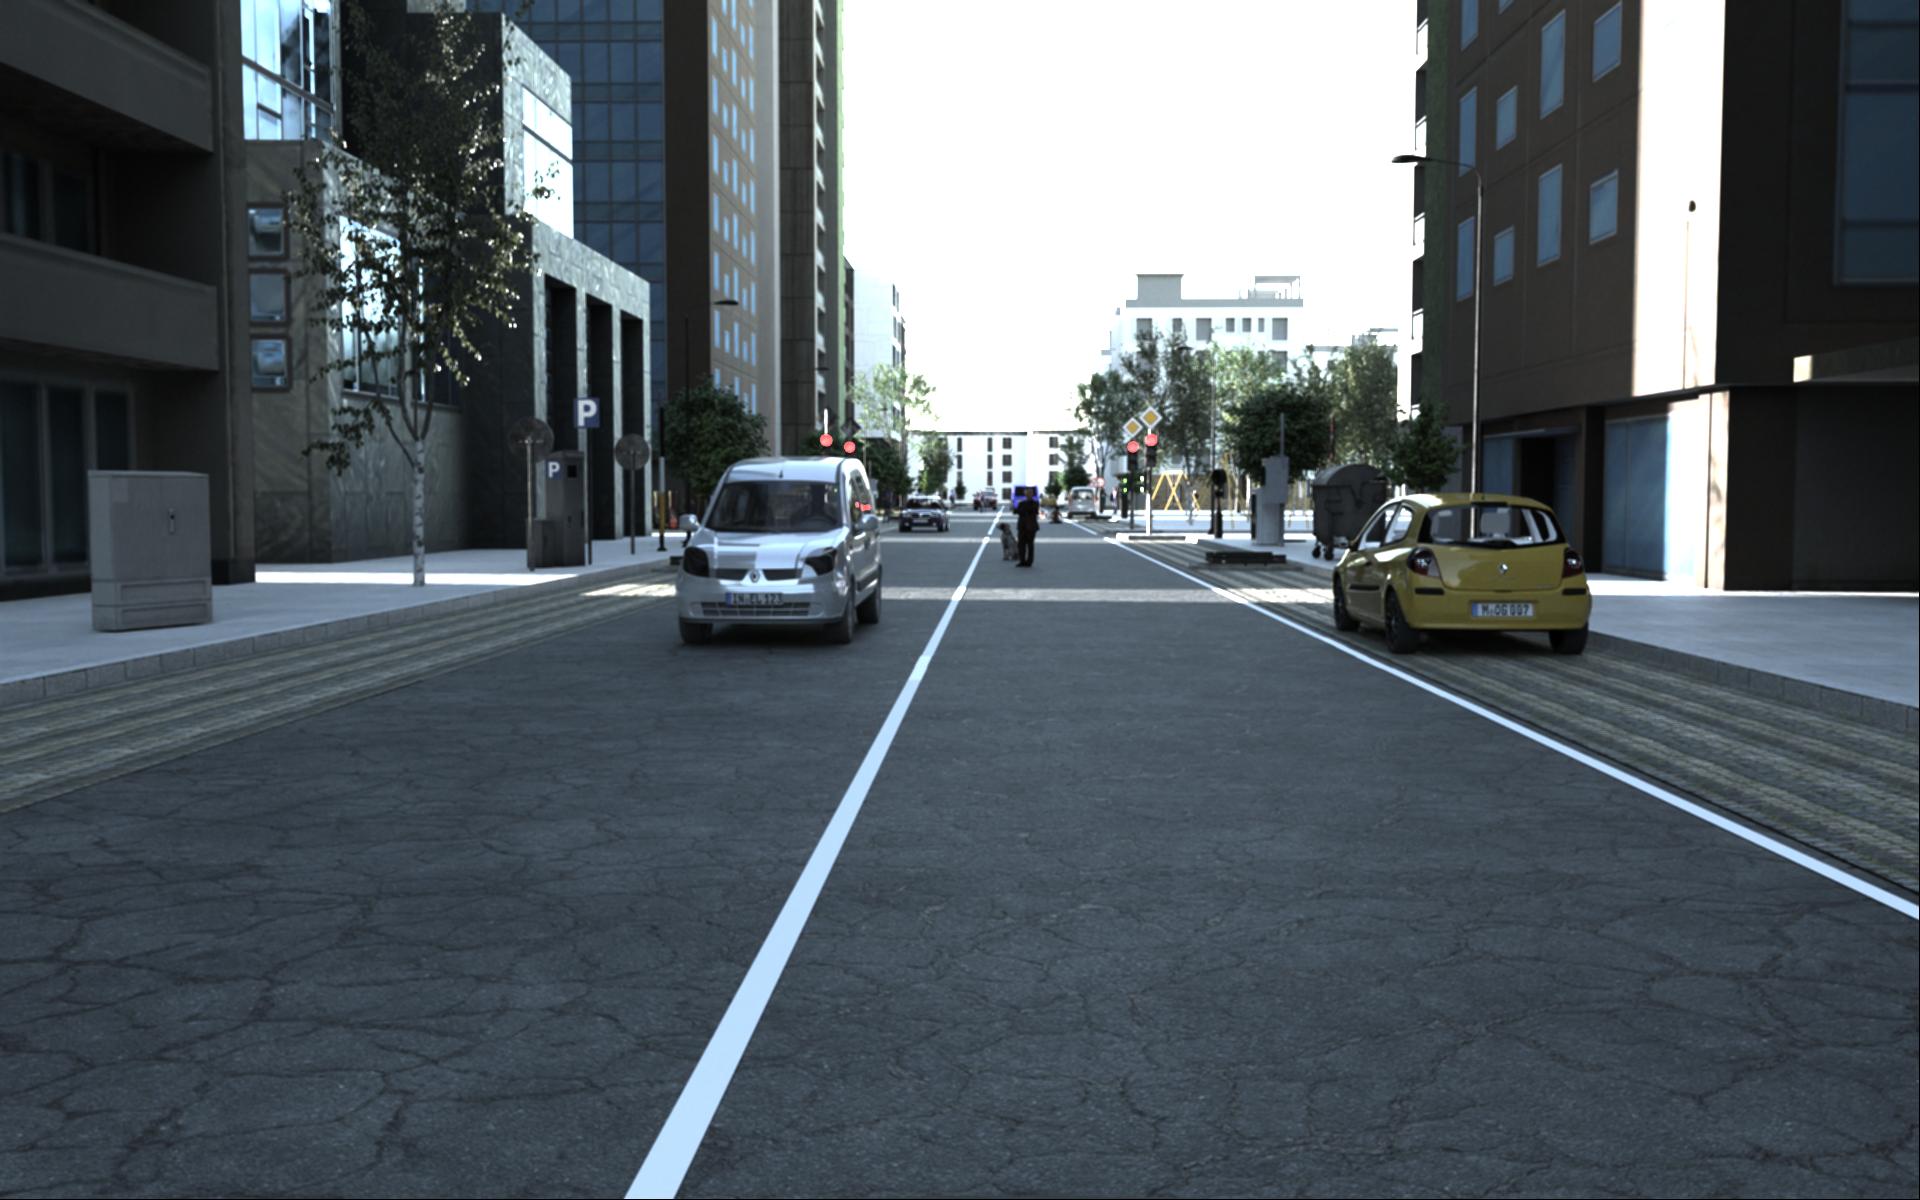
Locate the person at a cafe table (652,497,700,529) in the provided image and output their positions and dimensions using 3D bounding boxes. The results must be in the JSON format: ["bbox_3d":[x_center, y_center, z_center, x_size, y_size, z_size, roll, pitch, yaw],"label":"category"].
[{"bbox_3d":[-10.578,-3.291,64.662,1.726,1.238,1.698,0,4,-8],"label":"person at a cafe table"}]

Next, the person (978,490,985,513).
[{"bbox_3d":[1.601,-7.458,130.895,0.683,1.767,0.568,3,4,36],"label":"person"}]

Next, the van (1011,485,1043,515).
[{"bbox_3d":[4.684,-7.211,122.288,2.240,2.365,5.245,0,4,3],"label":"van"}]

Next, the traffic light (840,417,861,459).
[{"bbox_3d":[-3.969,-4.535,63.066,0.839,4.253,0.868,0,4,2],"label":"traffic light"}]

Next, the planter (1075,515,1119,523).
[{"bbox_3d":[6.979,-4.067,87.633,1.991,0.319,1.994,0,4,2],"label":"planter"}]

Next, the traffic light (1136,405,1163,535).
[{"bbox_3d":[5.999,-4.030,54.809,0.839,4.253,0.868,0,4,2],"label":"traffic light"}]

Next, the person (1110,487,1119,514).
[{"bbox_3d":[10.029,-6.456,112.423,0.431,1.722,0.655,-2,4,-32],"label":"person"}]

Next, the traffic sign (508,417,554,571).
[{"bbox_3d":[-7.117,-1.750,28.720,0.768,2.556,0.104,0,4,3],"label":"traffic sign"}]

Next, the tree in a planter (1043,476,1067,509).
[{"bbox_3d":[9.191,-10.236,164.586,1.991,3.239,1.994,0,4,2],"label":"tree in a planter"}]

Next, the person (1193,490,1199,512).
[{"bbox_3d":[17.114,-7.211,126.153,0.569,1.553,0.471,1,4,9],"label":"person"}]

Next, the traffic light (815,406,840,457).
[{"bbox_3d":[-4.198,-4.047,55.085,0.839,4.253,0.868,0,4,2],"label":"traffic light"}]

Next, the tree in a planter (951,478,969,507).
[{"bbox_3d":[0.018,-11.919,192.101,1.991,3.239,1.994,0,4,2],"label":"tree in a planter"}]

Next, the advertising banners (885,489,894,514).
[{"bbox_3d":[-4.697,-7.149,113.079,0.090,3.025,2.074,1,4,17],"label":"advertising banners"}]

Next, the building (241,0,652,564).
[{"bbox_3d":[-25.288,-44.482,39.961,31.000,86.520,22.319,0,4,2],"label":"building"}]

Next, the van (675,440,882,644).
[{"bbox_3d":[-1.786,-0.668,17.937,2.013,2.044,4.112,0,4,3],"label":"van"}]

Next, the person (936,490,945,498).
[{"bbox_3d":[-2.340,-12.332,208.396,1.217,1.736,0.721,-1,4,-18],"label":"person"}]

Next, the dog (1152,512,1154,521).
[{"bbox_3d":[9.027,-3.965,81.651,0.406,0.507,0.540,-2,4,-25],"label":"dog"}]

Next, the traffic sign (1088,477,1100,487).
[{"bbox_3d":[10.065,-7.957,130.099,0.884,2.594,0.081,1,4,8],"label":"traffic sign"}]

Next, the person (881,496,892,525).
[{"bbox_3d":[-3.401,-4.145,80.173,0.435,1.345,0.340,-1,4,-19],"label":"person"}]

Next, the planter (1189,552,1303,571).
[{"bbox_3d":[5.405,-0.733,33.120,1.991,0.319,1.994,0,4,2],"label":"planter"}]

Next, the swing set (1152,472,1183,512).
[{"bbox_3d":[15.109,-7.657,122.812,2.862,2.851,3.119,-1,4,-19],"label":"swing set"}]

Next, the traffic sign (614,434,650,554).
[{"bbox_3d":[-6.968,-2.245,36.811,0.768,2.556,0.104,0,4,4],"label":"traffic sign"}]

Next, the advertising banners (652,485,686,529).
[{"bbox_3d":[-10.419,-4.075,62.809,2.074,3.025,0.090,2,4,35],"label":"advertising banners"}]

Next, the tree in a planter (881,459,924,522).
[{"bbox_3d":[-2.975,-5.536,87.738,1.991,3.239,1.994,0,4,2],"label":"tree in a planter"}]

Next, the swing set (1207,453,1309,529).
[{"bbox_3d":[11.294,-4.149,65.456,3.119,2.851,2.862,0,4,-4],"label":"swing set"}]

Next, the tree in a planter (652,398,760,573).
[{"bbox_3d":[-4.579,-2.145,32.288,1.991,3.239,1.994,0,4,2],"label":"tree in a planter"}]

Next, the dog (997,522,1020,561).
[{"bbox_3d":[1.106,-1.266,37.536,0.513,0.831,0.800,0,4,-8],"label":"dog"}]

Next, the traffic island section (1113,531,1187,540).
[{"bbox_3d":[6.039,-1.996,54.921,2.009,0.180,2.903,0,4,2],"label":"traffic island section"}]

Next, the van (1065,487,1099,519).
[{"bbox_3d":[7.178,-5.809,101.991,2.013,2.044,4.112,0,4,2],"label":"van"}]

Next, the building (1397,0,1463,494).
[{"bbox_3d":[18.368,-21.977,42.914,14.154,41.232,14.086,0,4,2],"label":"building"}]

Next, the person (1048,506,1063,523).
[{"bbox_3d":[4.768,-4.161,84.821,0.859,0.850,0.655,3,5,43],"label":"person"}]

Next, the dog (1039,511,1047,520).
[{"bbox_3d":[4.640,-4.735,96.709,0.540,0.507,0.406,1,4,16],"label":"dog"}]

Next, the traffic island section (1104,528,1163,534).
[{"bbox_3d":[6.268,-2.485,62.903,2.009,0.180,2.903,0,4,2],"label":"traffic island section"}]

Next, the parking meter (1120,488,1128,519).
[{"bbox_3d":[8.551,-5.177,90.348,0.399,1.863,0.255,0,4,-4],"label":"parking meter"}]

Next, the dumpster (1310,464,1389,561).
[{"bbox_3d":[7.617,-1.720,33.878,1.264,1.857,1.865,0,4,2],"label":"dumpster"}]

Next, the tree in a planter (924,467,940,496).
[{"bbox_3d":[-2.201,-7.183,114.670,1.991,3.239,1.994,0,4,2],"label":"tree in a planter"}]

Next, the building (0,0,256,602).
[{"bbox_3d":[-21.217,-23.847,13.599,21.300,48.544,21.600,0,4,2],"label":"building"}]

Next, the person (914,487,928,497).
[{"bbox_3d":[-1.808,-4.293,79.408,0.841,1.734,0.376,-2,4,-29],"label":"person"}]

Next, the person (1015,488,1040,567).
[{"bbox_3d":[1.341,-1.430,34.147,0.482,1.546,0.388,2,4,30],"label":"person"}]

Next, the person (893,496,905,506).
[{"bbox_3d":[-5.001,-8.348,142.634,1.348,1.812,0.705,3,5,41],"label":"person"}]

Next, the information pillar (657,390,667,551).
[{"bbox_3d":[-6.707,-2.909,38.916,0.183,3.616,0.504,-1,4,-15],"label":"information pillar"}]

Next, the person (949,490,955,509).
[{"bbox_3d":[-0.773,-9.316,160.687,0.599,1.838,0.709,2,4,34],"label":"person"}]

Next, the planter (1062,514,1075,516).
[{"bbox_3d":[7.760,-5.750,115.150,1.991,0.319,1.994,0,4,2],"label":"planter"}]

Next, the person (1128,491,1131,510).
[{"bbox_3d":[12.155,-7.217,124.766,0.841,1.734,0.376,-2,4,-35],"label":"person"}]

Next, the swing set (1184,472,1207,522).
[{"bbox_3d":[12.168,-5.084,80.747,2.862,2.851,3.119,1,4,13],"label":"swing set"}]

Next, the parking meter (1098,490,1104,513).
[{"bbox_3d":[9.324,-6.504,114.751,0.372,1.533,0.369,0,3,0],"label":"parking meter"}]

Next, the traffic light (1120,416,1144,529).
[{"bbox_3d":[6.229,-4.518,62.790,0.839,4.253,0.868,0,4,2],"label":"traffic light"}]

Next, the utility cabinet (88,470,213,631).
[{"bbox_3d":[-7.714,-0.482,16.558,0.318,1.500,1.173,1,4,21],"label":"utility cabinet"}]

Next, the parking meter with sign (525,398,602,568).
[{"bbox_3d":[-7.034,-2.107,30.704,0.543,3.016,1.738,1,4,21],"label":"parking meter with sign"}]

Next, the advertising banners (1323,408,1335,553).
[{"bbox_3d":[7.693,-2.443,36.124,0.090,3.025,2.074,1,4,8],"label":"advertising banners"}]

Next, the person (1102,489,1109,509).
[{"bbox_3d":[12.841,-9.017,153.995,0.721,1.766,1.217,-2,4,-34],"label":"person"}]

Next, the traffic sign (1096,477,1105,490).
[{"bbox_3d":[10.591,-8.015,131.159,0.768,2.556,0.104,0,4,5],"label":"traffic sign"}]
